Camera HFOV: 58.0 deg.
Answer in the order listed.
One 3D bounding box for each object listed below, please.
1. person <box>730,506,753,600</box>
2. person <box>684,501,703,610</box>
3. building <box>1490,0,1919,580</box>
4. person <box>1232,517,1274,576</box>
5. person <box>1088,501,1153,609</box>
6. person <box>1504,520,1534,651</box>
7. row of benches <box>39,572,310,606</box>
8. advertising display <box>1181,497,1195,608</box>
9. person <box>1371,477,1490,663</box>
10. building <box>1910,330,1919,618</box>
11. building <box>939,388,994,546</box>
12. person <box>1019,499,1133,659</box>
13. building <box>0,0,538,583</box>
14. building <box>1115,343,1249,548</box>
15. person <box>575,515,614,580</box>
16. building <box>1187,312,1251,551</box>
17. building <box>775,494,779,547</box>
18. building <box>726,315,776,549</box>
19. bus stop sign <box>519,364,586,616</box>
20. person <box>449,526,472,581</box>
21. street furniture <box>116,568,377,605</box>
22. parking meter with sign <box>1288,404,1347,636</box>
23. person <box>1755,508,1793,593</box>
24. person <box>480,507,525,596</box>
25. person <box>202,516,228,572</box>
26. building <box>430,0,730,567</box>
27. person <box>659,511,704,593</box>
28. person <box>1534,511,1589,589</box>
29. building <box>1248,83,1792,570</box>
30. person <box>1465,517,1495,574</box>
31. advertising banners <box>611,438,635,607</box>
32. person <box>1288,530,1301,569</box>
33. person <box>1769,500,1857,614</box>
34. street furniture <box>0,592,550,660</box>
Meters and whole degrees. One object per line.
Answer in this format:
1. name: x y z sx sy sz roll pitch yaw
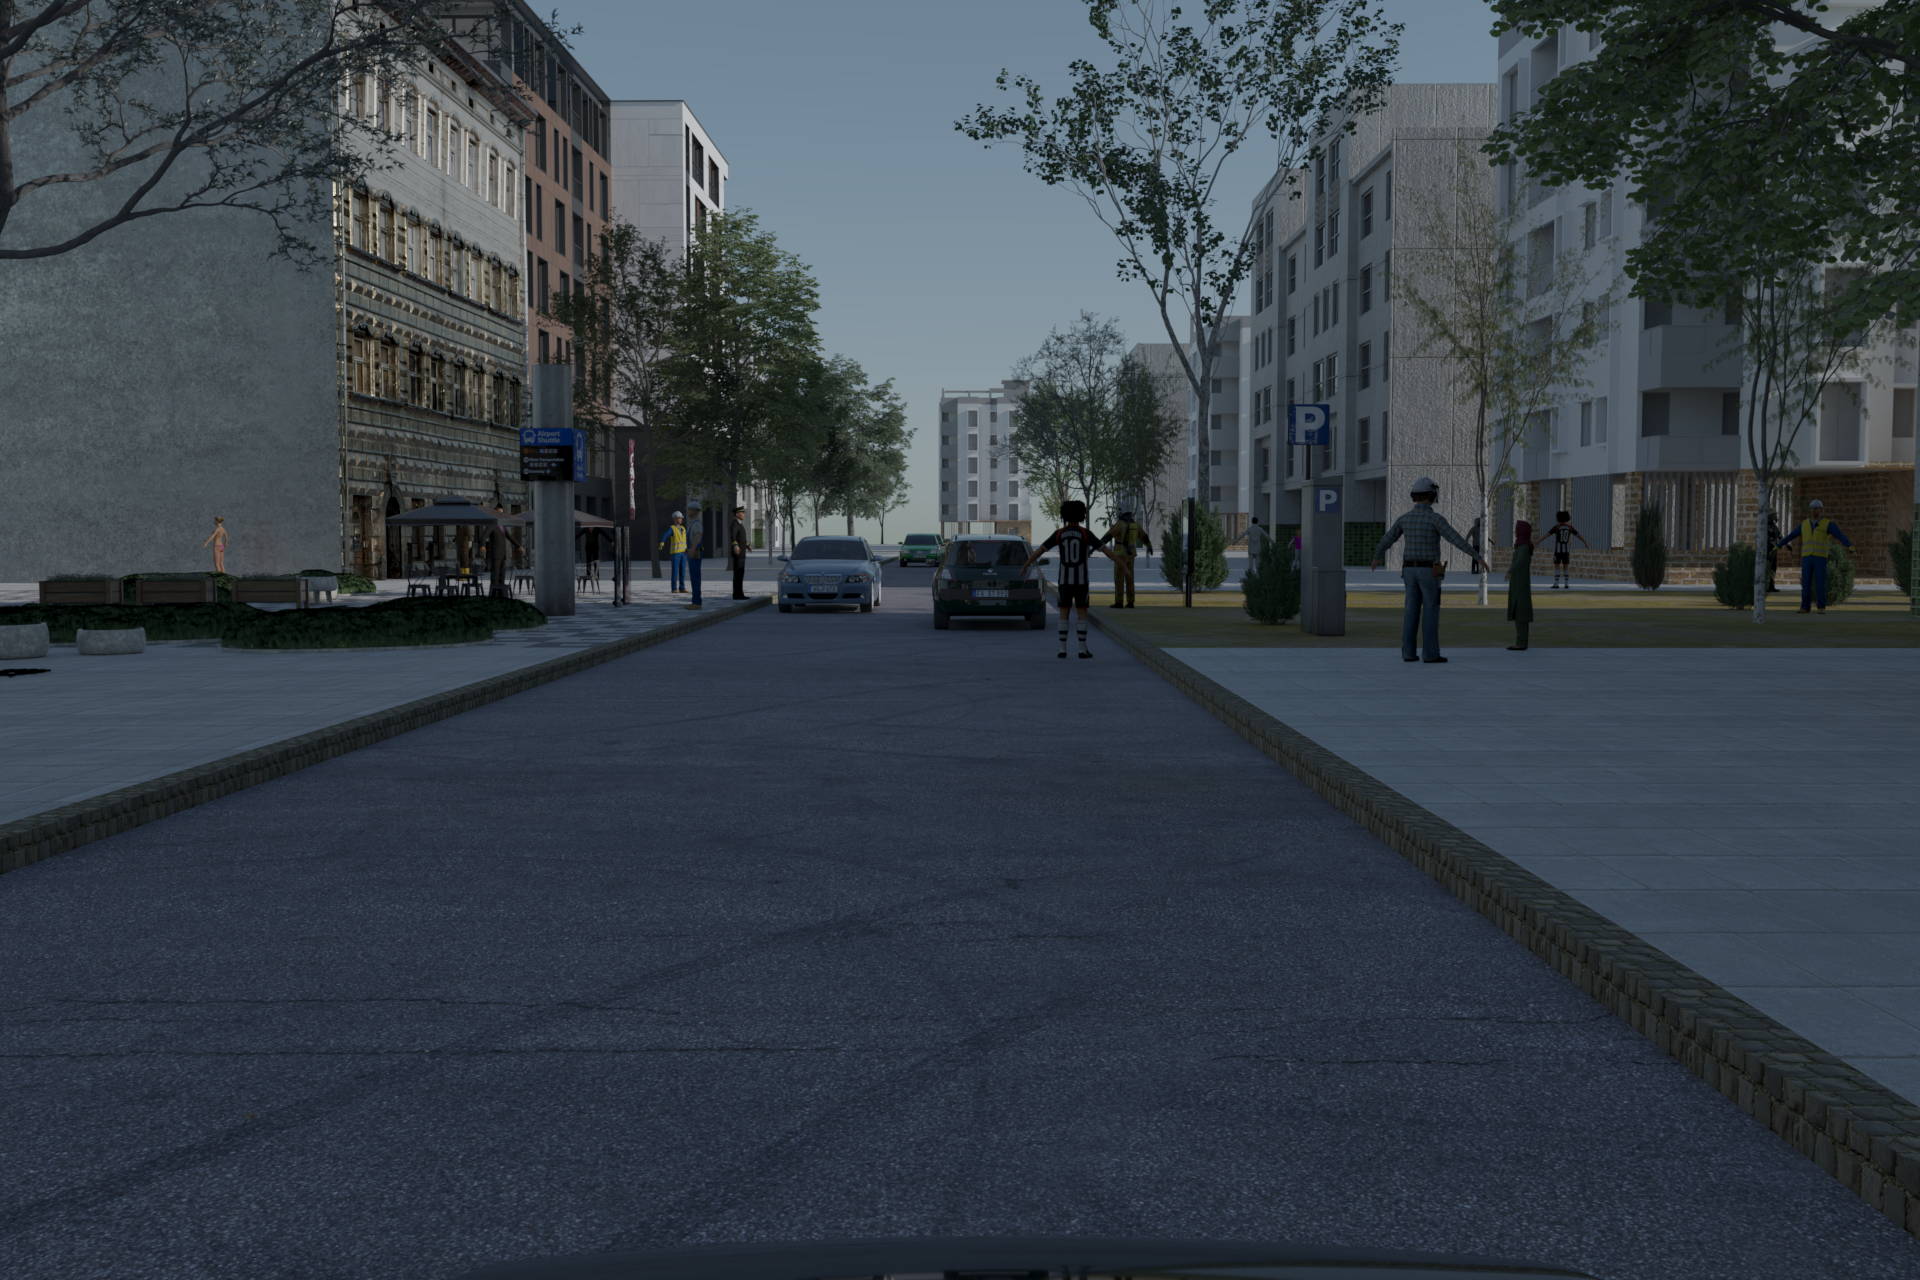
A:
1. person: -4.302 -1.710 33.893 0.705 1.837 1.347 0 4 5
2. person: -4.541 -1.444 29.470 0.705 1.847 1.347 -1 4 -13
3. building: 22.895 -12.207 56.000 16.016 20.090 11.380 0 4 1
4. person: 9.073 -2.890 53.446 1.347 1.806 0.705 0 4 -8
5. person: 2.829 -1.479 29.944 1.354 1.858 0.705 -2 4 -30
6. person: 6.149 -0.609 19.172 0.599 1.438 0.989 2 4 26
7. row of benches: -12.658 -0.755 27.800 4.104 0.672 1.422 -1 4 -9
8. advertising display: 4.013 -1.548 30.523 0.123 1.923 0.974 0 4 1
9. person: 4.650 -0.703 17.331 0.704 1.849 1.345 -3 5 -42
10. building: 23.067 -8.808 10.475 16.747 18.905 31.486 0 3 0
11. building: -2.391 -21.910 217.104 11.380 20.090 16.016 0 4 6
12. person: 1.318 -0.697 20.004 1.345 1.843 0.704 1 4 14
13. building: -25.066 -13.618 53.583 19.493 23.208 18.063 0 4 1
14. building: 24.842 -18.511 169.109 16.747 18.905 31.486 0 4 1
15. person: -10.177 -2.550 47.882 1.347 1.806 0.705 0 4 -1
16. building: 24.551 -17.767 146.903 16.016 20.090 11.380 0 4 1
17. building: -23.230 -14.537 179.829 9.099 9.664 28.070 0 4 0
18. building: -25.749 -16.982 144.112 16.747 18.905 31.486 0 4 1
19. bus stop sign: -6.373 -2.334 27.169 0.837 3.901 0.837 0 4 1
20. person: -13.639 -2.528 47.475 0.704 1.812 1.346 -3 5 -39
21. street furniture: -14.826 -1.175 34.832 5.734 0.657 10.072 -1 4 -16
22. parking meter with sign: 4.679 -1.604 22.480 0.543 3.016 1.738 0 3 0
23. person: 17.838 -1.976 38.091 1.354 1.856 0.705 -2 4 -35
24. person: -8.844 -1.653 33.252 0.704 1.802 1.346 1 4 21
25. person: -18.940 -2.279 44.069 0.721 1.733 1.217 0 4 2
26. building: -26.970 -14.436 80.002 27.936 21.610 32.646 0 4 1
27. person: -6.046 -1.898 37.490 0.721 1.772 1.216 3 5 40
28. person: 14.124 -2.112 40.667 1.345 1.843 0.704 0 4 0
29. building: 23.721 -12.861 76.727 16.747 18.905 31.486 0 4 1
30. person: 16.573 -3.014 55.413 1.348 1.813 0.705 -2 4 -33
31. advertising banners: -6.040 -2.142 31.209 0.090 3.025 2.074 0 3 0
32. person: 11.550 -3.036 58.897 0.991 1.433 0.599 -2 4 -25
33. person: 13.784 -1.345 27.952 0.705 1.833 1.349 -3 5 -44
34. street furniture: -9.431 -0.294 20.434 10.072 0.657 5.734 -2 4 -32
